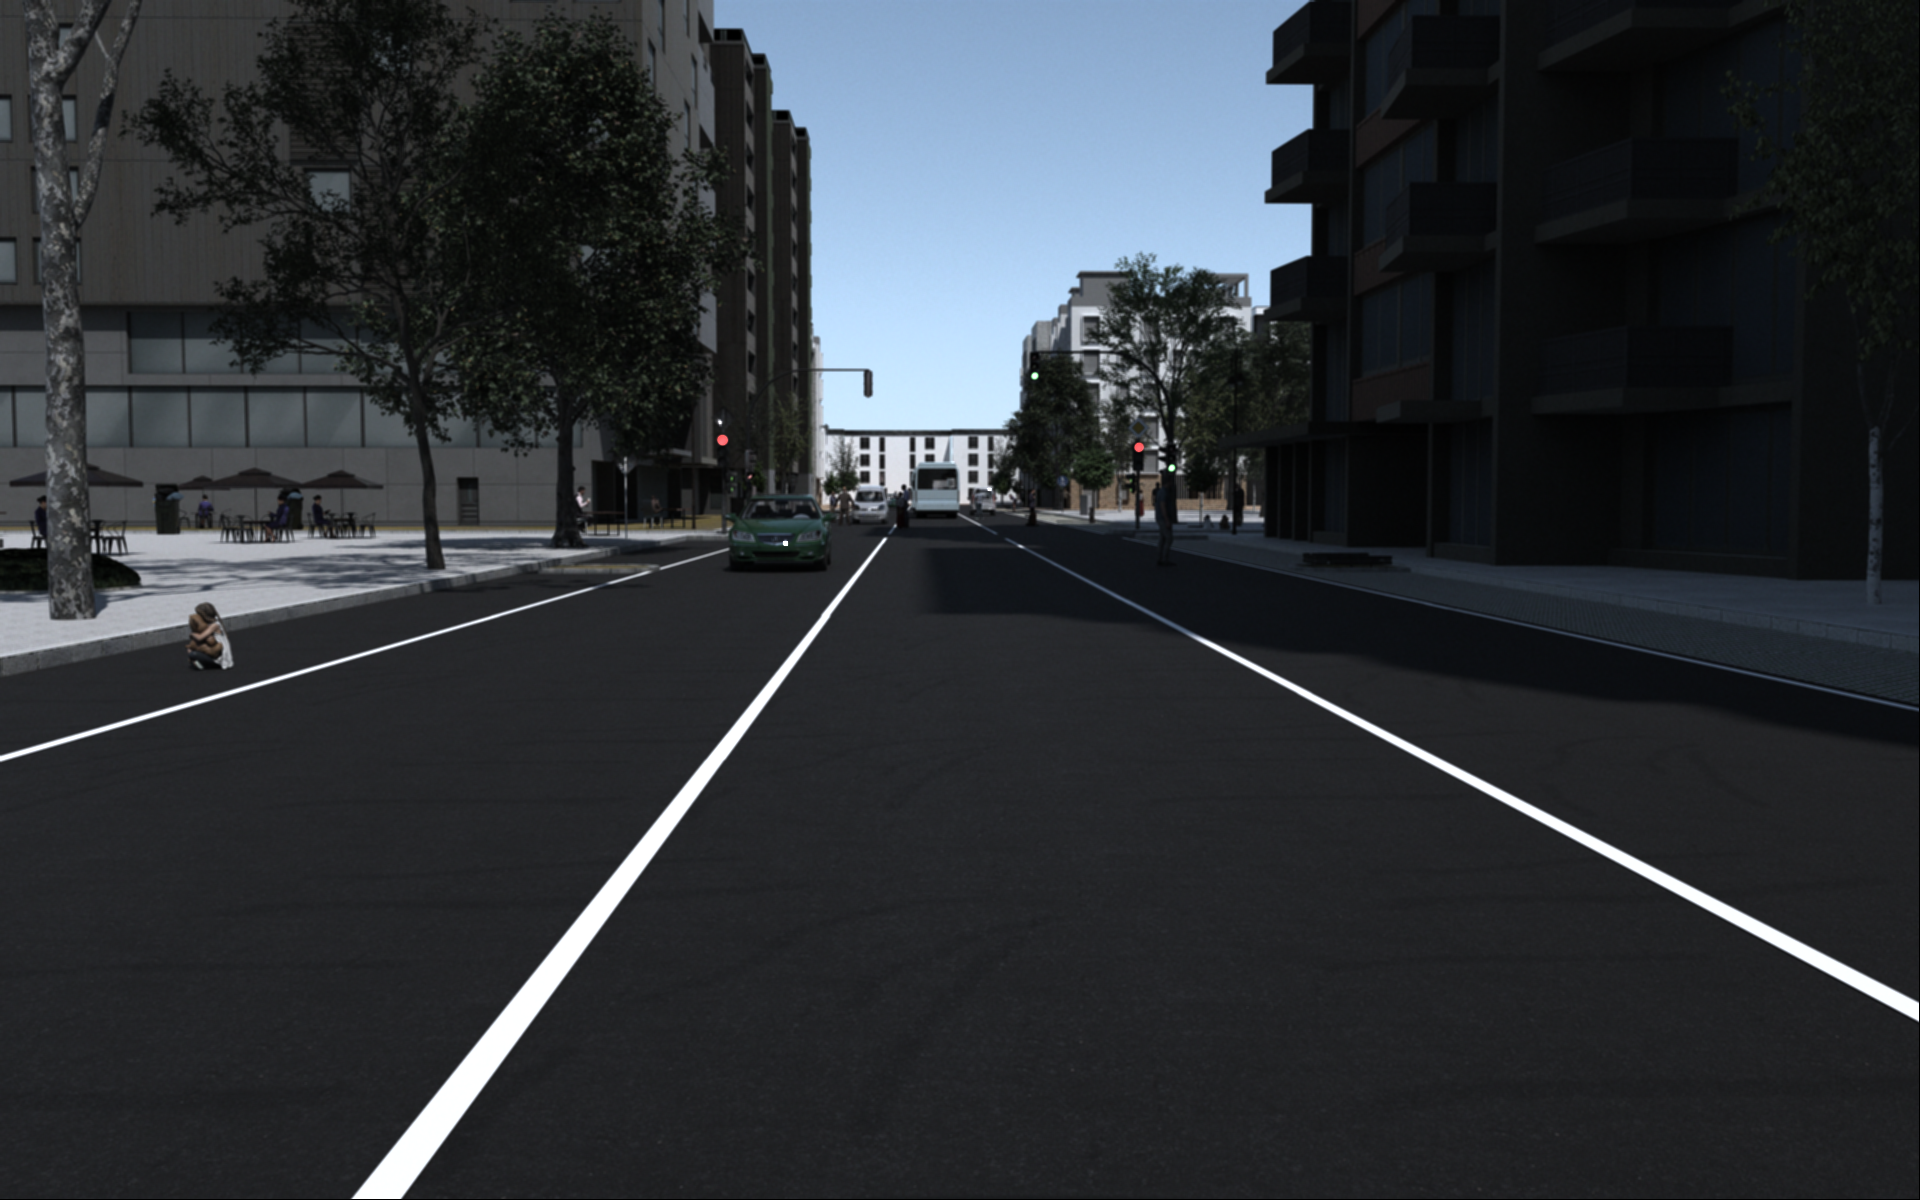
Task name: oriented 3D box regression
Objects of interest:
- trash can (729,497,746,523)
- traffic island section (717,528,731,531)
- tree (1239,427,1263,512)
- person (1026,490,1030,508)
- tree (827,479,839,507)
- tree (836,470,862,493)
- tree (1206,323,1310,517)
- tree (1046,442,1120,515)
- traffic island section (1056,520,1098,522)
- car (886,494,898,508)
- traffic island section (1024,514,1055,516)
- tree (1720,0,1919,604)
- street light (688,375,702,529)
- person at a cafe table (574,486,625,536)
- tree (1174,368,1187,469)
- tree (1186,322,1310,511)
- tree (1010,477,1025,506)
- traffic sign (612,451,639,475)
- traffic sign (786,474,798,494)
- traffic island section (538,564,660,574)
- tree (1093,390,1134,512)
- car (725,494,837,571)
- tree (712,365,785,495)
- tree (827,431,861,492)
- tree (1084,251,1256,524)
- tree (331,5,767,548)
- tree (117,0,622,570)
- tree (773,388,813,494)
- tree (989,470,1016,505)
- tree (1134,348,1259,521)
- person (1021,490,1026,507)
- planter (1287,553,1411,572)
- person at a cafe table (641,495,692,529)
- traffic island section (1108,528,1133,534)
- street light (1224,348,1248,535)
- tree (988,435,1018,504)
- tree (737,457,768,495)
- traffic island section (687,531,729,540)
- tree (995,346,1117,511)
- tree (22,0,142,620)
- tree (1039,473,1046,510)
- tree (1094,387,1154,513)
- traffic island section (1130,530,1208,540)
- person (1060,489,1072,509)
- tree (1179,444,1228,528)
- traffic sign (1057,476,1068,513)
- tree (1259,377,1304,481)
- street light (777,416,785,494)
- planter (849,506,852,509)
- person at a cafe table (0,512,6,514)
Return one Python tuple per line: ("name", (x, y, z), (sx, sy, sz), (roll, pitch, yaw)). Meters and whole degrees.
("trash can", (-9.864, -3.985, 76.803), (0.748, 1.137, 0.748), (0, 3, 0))
("traffic island section", (-7.685, -2.489, 62.969), (2.009, 0.180, 2.903), (0, 4, -1))
("tree", (21.425, -10.657, 124.607), (4.360, 8.622, 3.978), (0, 3, 0))
("person", (6.419, -9.477, 162.462), (0.593, 1.643, 0.415), (2, 4, 34))
("tree", (-12.758, -10.963, 173.847), (1.663, 3.219, 1.824), (0, 3, 0))
("tree", (-13.363, -13.619, 206.376), (4.285, 4.588, 4.351), (0, 3, 0))
("tree", (16.851, -9.816, 94.910), (8.767, 10.594, 7.601), (-3, 5, -40))
("tree", (8.498, -7.669, 109.103), (4.285, 4.588, 4.351), (0, 3, 0))
("traffic island section", (5.929, -3.998, 88.229), (1.991, 0.108, 1.994), (0, 4, -1))
("car", (-6.506, -9.170, 161.735), (2.131, 1.459, 4.920), (0, 4, 0))
("traffic island section", (5.297, -5.668, 115.531), (1.991, 0.108, 1.994), (0, 4, -1))
("tree", (10.667, -4.246, 19.789), (4.737, 8.622, 4.395), (0, 3, 0))
("street light", (-9.762, -5.539, 63.342), (0.468, 5.910, 1.993), (0, 4, -1))
("person at a cafe table", (-11.325, -2.737, 53.271), (1.622, 1.524, 1.698), (-2, 4, -28))
("tree", (21.031, -13.879, 133.573), (9.857, 13.997, 8.962), (0, 3, 0))
("tree", (21.245, -12.659, 113.623), (9.857, 13.997, 8.962), (0, 3, 0))
("tree", (6.431, -12.094, 192.345), (1.663, 3.219, 1.824), (0, 3, 0))
("traffic sign", (-9.413, -2.996, 48.721), (0.795, 2.593, 0.064), (0, 4, 1))
("traffic sign", (-10.838, -6.826, 111.713), (0.768, 2.556, 0.104), (0, 4, 1))
("traffic island section", (-6.651, -0.573, 32.228), (1.991, 0.108, 1.994), (0, 4, -1))
("tree", (11.633, -10.589, 123.499), (4.737, 8.622, 4.395), (0, 3, 0))
("car", (-3.458, -1.343, 33.761), (2.131, 1.459, 4.920), (0, 4, -3))
("tree", (-11.663, -9.005, 97.593), (4.360, 8.622, 3.978), (0, 3, 0))
("tree", (-13.341, -15.356, 201.439), (4.360, 8.622, 3.978), (0, 3, 0))
("tree", (9.119, -9.098, 74.503), (9.928, 11.665, 9.643), (0, 3, 0))
("tree", (-9.414, -7.586, 41.034), (9.611, 12.733, 9.660), (0, 3, 0))
("tree", (-9.243, -5.804, 29.314), (7.601, 10.594, 8.767), (1, 4, 19))
("tree", (-12.117, -10.391, 120.259), (4.737, 8.622, 4.395), (0, 3, 0))
("tree", (5.269, -13.963, 212.016), (4.285, 4.588, 4.351), (0, 3, 0))
("tree", (11.435, -8.145, 83.535), (4.737, 8.622, 4.395), (0, 3, 0))
("person", (6.345, -10.258, 174.549), (0.721, 1.735, 1.217), (1, 4, 20))
("planter", (7.214, -0.699, 32.572), (1.991, 0.319, 1.994), (0, 4, -1))
("person at a cafe table", (-11.239, -3.318, 65.106), (1.698, 1.238, 1.726), (2, 4, 28))
("traffic island section", (6.512, -2.508, 63.292), (2.009, 0.180, 2.903), (0, 4, -1))
("street light", (8.701, -5.013, 54.746), (0.468, 5.910, 1.993), (0, 4, -1))
("tree", (5.430, -16.251, 216.067), (4.360, 8.622, 3.978), (0, 3, 0))
("tree", (-10.589, -5.876, 90.674), (1.663, 3.219, 1.824), (0, 3, 0))
("traffic island section", (-7.501, -2.000, 54.986), (2.009, 0.180, 2.903), (0, 4, -1))
("tree", (7.482, -13.279, 134.116), (9.611, 12.733, 9.660), (0, 3, 0))
("tree", (-7.957, -9.814, 16.353), (12.611, 20.169, 13.585), (0, 3, 0))
("tree", (7.773, -9.779, 143.596), (4.285, 4.588, 4.351), (0, 3, 0))
("tree", (11.121, -10.314, 119.001), (4.360, 8.622, 3.978), (0, 3, 0))
("traffic island section", (6.697, -2.020, 55.309), (2.009, 0.180, 2.903), (0, 4, -1))
("person", (8.890, -8.608, 146.785), (1.348, 1.823, 0.705), (1, 4, 18))
("tree", (9.177, -4.409, 66.685), (1.663, 3.219, 1.824), (0, 3, 0))
("traffic sign", (7.084, -7.297, 119.419), (0.768, 2.556, 0.104), (0, 4, 6))
("tree", (18.518, -9.397, 104.004), (4.737, 8.622, 4.395), (0, 3, 0))
("street light", (-10.619, -7.952, 102.802), (0.468, 5.910, 1.993), (0, 4, -1))
("planter", (-9.719, -8.802, 165.047), (1.991, 0.319, 1.994), (0, 4, -1))
("person at a cafe table", (-29.961, -2.681, 52.341), (1.622, 1.524, 1.698), (-1, 4, -14))
